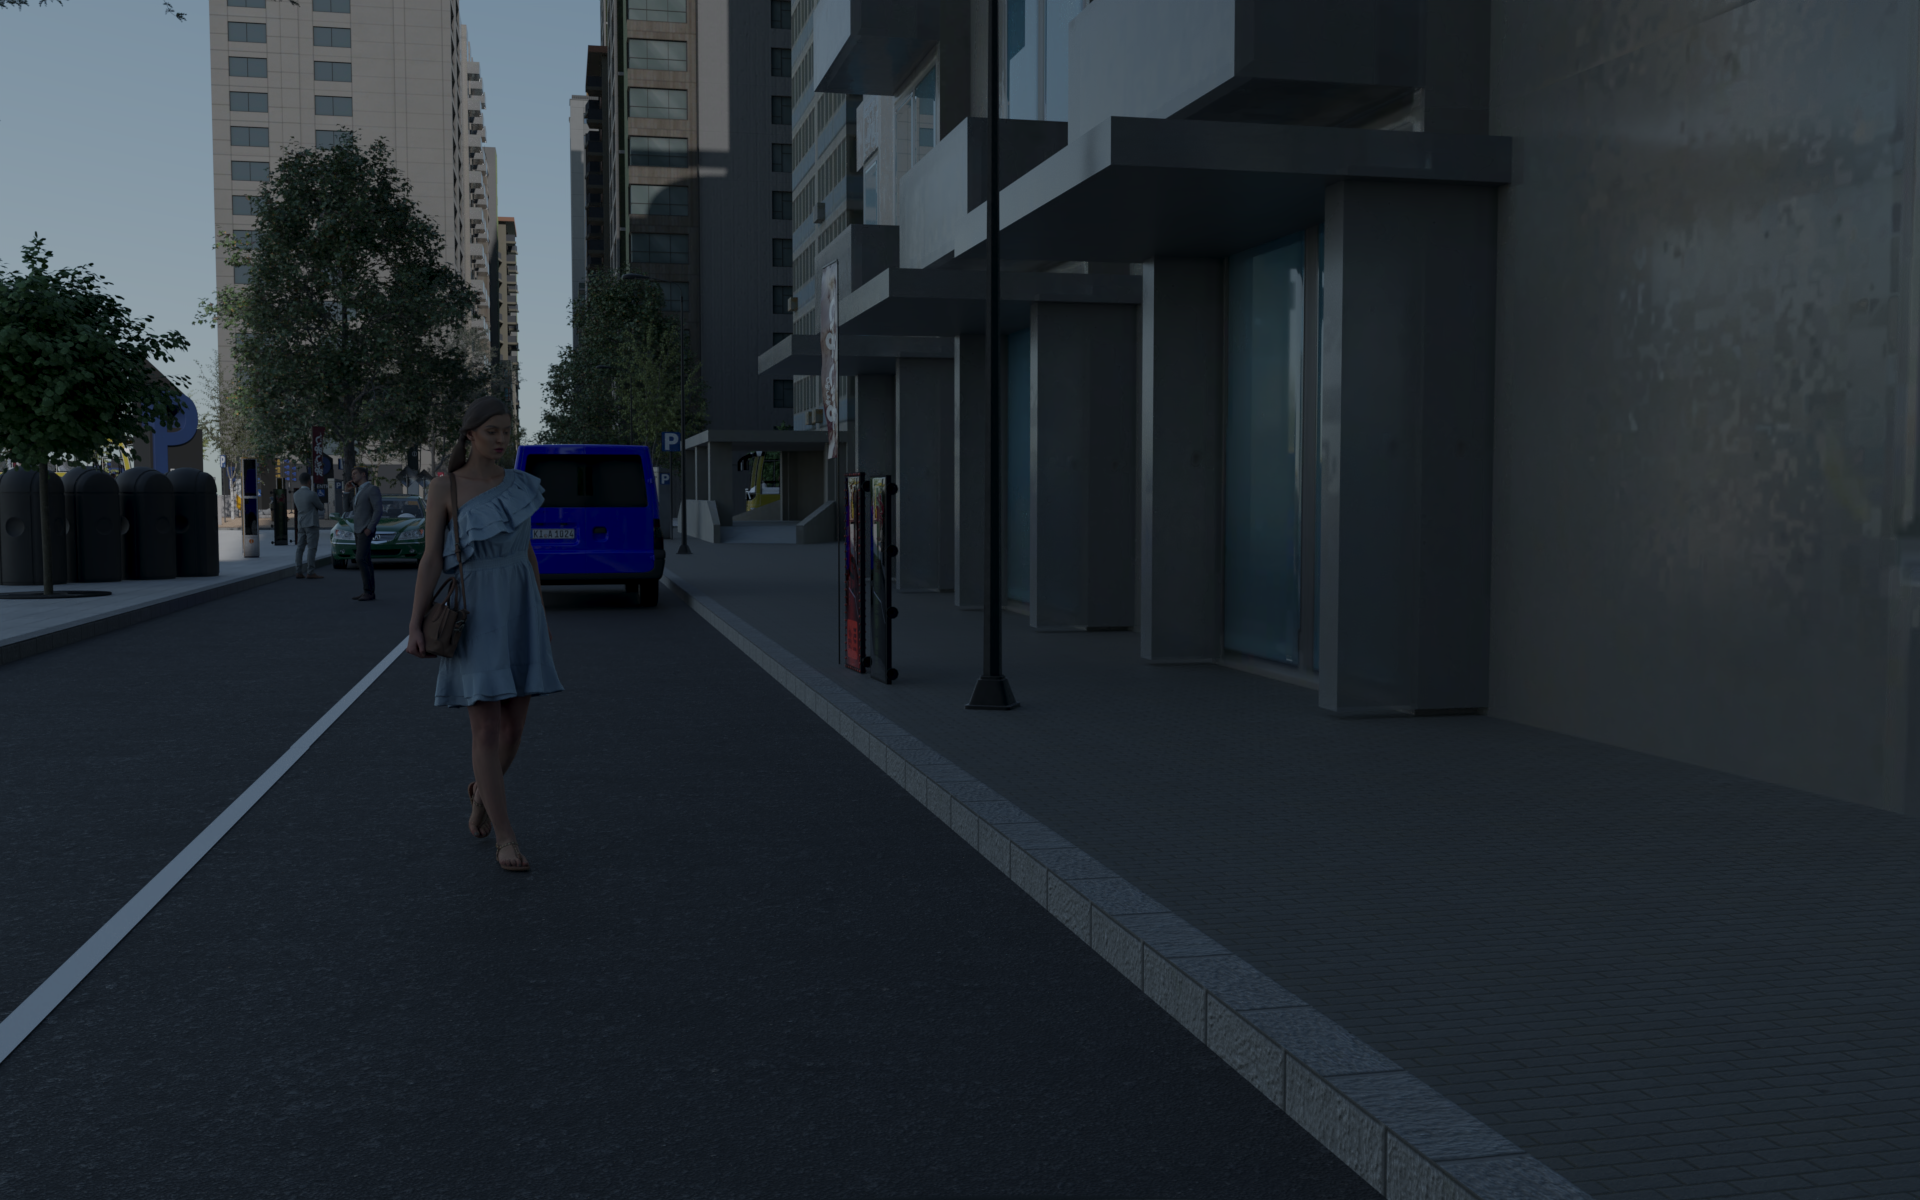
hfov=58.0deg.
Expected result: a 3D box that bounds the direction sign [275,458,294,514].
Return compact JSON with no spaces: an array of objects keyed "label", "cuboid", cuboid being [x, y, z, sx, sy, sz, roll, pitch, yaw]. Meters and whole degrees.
[{"label":"direction sign","cuboid":[-42.248,-7.097,108.032,0.876,3.537,0.379,-1,4,-9]}]

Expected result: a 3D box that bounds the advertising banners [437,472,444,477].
[{"label":"advertising banners","cuboid":[-40.517,-8.667,137.898,2.074,3.025,0.090,0,4,-7]}]

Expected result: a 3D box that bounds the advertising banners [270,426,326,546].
[{"label":"advertising banners","cuboid":[-16.692,-2.910,43.773,0.090,3.025,2.074,1,4,19]}]

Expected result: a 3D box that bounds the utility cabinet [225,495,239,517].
[{"label":"utility cabinet","cuboid":[-41.164,-5.284,97.548,1.020,1.237,0.306,-2,4,-26]}]

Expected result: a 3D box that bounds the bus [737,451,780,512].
[{"label":"bus","cuboid":[-2.598,-4.741,69.055,12.252,3.916,2.896,-1,4,-12]}]

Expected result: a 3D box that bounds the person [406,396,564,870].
[{"label":"person","cuboid":[-1.888,0.110,6.803,0.616,1.811,0.778,-2,4,-32]}]

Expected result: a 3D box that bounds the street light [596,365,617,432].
[{"label":"street light","cuboid":[-12.452,-5.521,62.807,1.470,5.913,1.316,-1,4,-13]}]

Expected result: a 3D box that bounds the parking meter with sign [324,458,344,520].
[{"label":"parking meter with sign","cuboid":[-30.705,-5.437,85.157,1.738,3.016,0.543,3,5,42]}]

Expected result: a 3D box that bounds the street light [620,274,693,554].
[{"label":"street light","cuboid":[-6.426,-3.928,36.758,1.470,5.913,1.316,-1,4,-13]}]

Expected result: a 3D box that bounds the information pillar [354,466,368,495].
[{"label":"information pillar","cuboid":[-15.912,-2.544,46.086,0.304,2.012,0.304,-1,4,-9]}]

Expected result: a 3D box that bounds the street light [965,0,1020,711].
[{"label":"street light","cuboid":[-0.333,-2.299,10.122,1.470,5.913,1.316,-1,4,-13]}]

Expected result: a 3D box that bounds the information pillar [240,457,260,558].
[{"label":"information pillar","cuboid":[-14.288,-1.856,34.845,0.304,2.012,0.304,-2,4,-28]}]

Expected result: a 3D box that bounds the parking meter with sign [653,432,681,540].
[{"label":"parking meter with sign","cuboid":[-8.484,-3.250,49.398,0.543,3.016,1.738,-2,4,-27]}]

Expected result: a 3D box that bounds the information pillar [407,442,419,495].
[{"label":"information pillar","cuboid":[-24.328,-5.245,77.106,0.504,3.616,0.183,0,4,-6]}]

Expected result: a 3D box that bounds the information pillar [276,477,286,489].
[{"label":"information pillar","cuboid":[-29.605,-4.346,75.554,0.304,2.012,0.304,0,4,1]}]

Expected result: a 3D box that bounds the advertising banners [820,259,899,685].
[{"label":"advertising banners","cuboid":[-0.754,-0.996,12.470,0.090,3.025,2.074,-1,4,-17]}]

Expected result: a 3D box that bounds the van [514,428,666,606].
[{"label":"van","cuboid":[-5.186,-1.177,23.631,2.240,2.365,5.245,-1,4,-14]}]

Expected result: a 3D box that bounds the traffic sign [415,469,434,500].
[{"label":"traffic sign","cuboid":[-21.338,-3.998,69.017,0.795,2.450,0.064,-1,4,-13]}]

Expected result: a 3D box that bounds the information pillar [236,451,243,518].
[{"label":"information pillar","cuboid":[-39.145,-6.292,94.231,0.504,3.616,0.183,1,4,9]}]

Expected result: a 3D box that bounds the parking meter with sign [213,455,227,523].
[{"label":"parking meter with sign","cuboid":[-33.553,-4.941,77.053,0.543,3.016,1.738,3,5,43]}]

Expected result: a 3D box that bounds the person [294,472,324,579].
[{"label":"person","cuboid":[-11.047,-1.270,29.442,0.511,1.800,0.466,1,4,11]}]

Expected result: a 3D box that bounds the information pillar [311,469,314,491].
[{"label":"information pillar","cuboid":[-29.679,-5.385,79.392,0.183,3.616,0.504,-1,4,-16]}]

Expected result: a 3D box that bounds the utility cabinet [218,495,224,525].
[{"label":"utility cabinet","cuboid":[-31.107,-3.702,71.686,0.306,1.237,1.020,2,4,35]}]

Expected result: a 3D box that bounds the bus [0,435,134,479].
[{"label":"bus","cuboid":[-35.395,-4.306,61.949,12.252,3.916,2.896,-1,4,-13]}]

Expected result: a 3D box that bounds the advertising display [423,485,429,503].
[{"label":"advertising display","cuboid":[-27.945,-5.289,91.690,0.974,1.923,0.123,1,4,10]}]

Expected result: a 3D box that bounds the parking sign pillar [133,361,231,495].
[{"label":"parking sign pillar","cuboid":[-15.018,-2.716,32.880,1.447,3.967,1.447,1,4,21]}]

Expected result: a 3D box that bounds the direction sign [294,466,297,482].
[{"label":"direction sign","cuboid":[-43.731,-7.413,113.198,0.876,3.537,0.379,1,4,16]}]

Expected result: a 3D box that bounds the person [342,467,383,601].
[{"label":"person","cuboid":[-8.079,-0.902,23.430,0.473,1.802,0.592,-2,4,-28]}]

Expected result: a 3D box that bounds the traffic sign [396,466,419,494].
[{"label":"traffic sign","cuboid":[-19.532,-3.523,61.238,0.795,2.450,0.064,-1,4,-13]}]

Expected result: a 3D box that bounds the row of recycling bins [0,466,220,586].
[{"label":"row of recycling bins","cuboid":[-12.551,-1.140,25.754,1.069,1.692,3.534,2,4,25]}]

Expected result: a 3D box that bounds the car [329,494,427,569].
[{"label":"car","cuboid":[-11.492,-1.411,34.869,2.131,1.459,4.920,-1,4,-13]}]

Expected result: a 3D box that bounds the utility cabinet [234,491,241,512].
[{"label":"utility cabinet","cuboid":[-49.370,-6.756,119.140,1.173,1.500,0.318,1,4,20]}]
